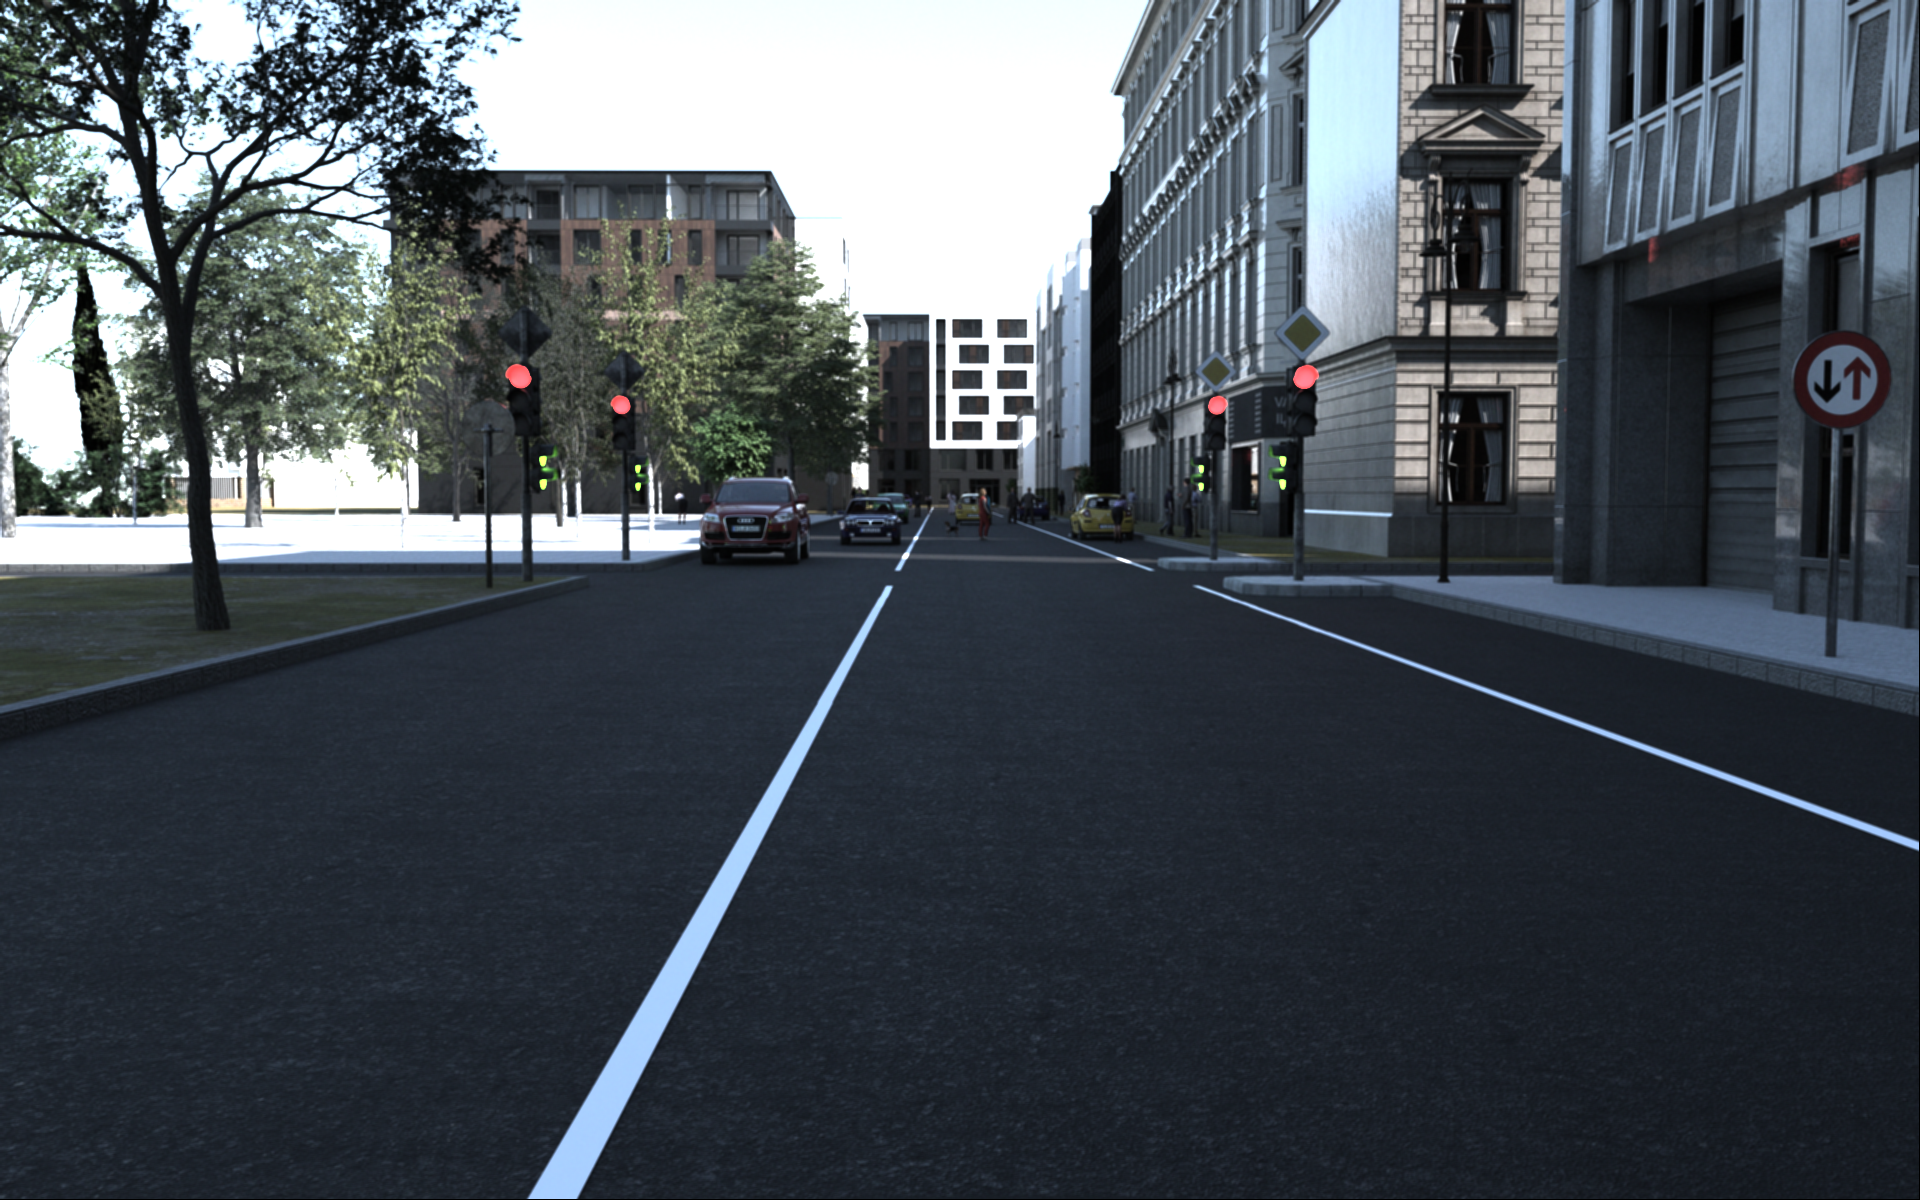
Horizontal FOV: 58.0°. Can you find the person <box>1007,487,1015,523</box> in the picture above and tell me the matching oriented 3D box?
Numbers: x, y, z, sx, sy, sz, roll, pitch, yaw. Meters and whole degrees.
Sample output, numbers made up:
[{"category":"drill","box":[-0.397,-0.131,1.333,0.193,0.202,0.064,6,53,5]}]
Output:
[{"category":"person","box":[2.644,-4.654,85.147,0.990,1.755,0.434,-3,5,-44]}]

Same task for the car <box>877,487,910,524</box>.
[{"category":"car","box":[-3.414,-4.645,84.735,1.959,1.807,4.718,0,4,-2]}]

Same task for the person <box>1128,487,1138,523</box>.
[{"category":"person","box":[7.544,-4.144,75.858,0.319,1.574,0.516,-3,5,-44]}]

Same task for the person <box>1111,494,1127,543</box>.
[{"category":"person","box":[4.696,-2.401,50.993,0.421,1.427,0.697,2,4,27]}]

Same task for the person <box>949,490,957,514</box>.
[{"category":"person","box":[-0.519,-6.942,122.664,0.621,1.740,0.551,2,4,32]}]

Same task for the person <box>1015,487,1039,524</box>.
[{"category":"person","box":[3.308,-4.532,83.154,0.990,1.755,0.434,1,4,17]}]

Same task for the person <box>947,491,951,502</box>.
[{"category":"person","box":[-0.690,-7.677,134.965,0.436,1.711,0.756,-3,4,-36]}]

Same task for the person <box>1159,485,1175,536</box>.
[{"category":"person","box":[6.363,-2.739,53.039,0.471,1.553,0.569,2,4,26]}]

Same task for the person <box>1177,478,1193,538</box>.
[{"category":"person","box":[6.524,-2.707,50.829,0.750,1.759,0.617,3,5,41]}]

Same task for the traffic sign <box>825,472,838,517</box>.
[{"category":"traffic sign","box":[-7.300,-6.015,98.451,0.768,2.556,0.104,0,4,7]}]

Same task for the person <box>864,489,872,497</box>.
[{"category":"person","box":[-8.508,-9.292,158.694,1.217,1.735,0.721,0,4,-7]}]

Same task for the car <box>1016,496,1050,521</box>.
[{"category":"car","box":[3.973,-5.045,95.068,1.945,1.354,3.894,0,4,-1]}]

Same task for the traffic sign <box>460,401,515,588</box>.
[{"category":"traffic sign","box":[-6.449,-1.441,23.659,0.768,2.556,0.104,0,4,4]}]

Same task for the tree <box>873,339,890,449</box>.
[{"category":"tree","box":[-7.968,-11.442,105.210,7.486,12.596,7.792,0,3,0]}]

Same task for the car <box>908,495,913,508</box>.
[{"category":"car","box":[-5.942,-10.328,181.439,1.945,1.354,3.894,0,4,-3]}]

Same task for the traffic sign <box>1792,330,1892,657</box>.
[{"category":"traffic sign","box":[6.867,-0.824,13.581,0.768,2.556,0.104,0,4,1]}]

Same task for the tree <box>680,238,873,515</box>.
[{"category":"tree","box":[-8.003,-9.749,77.520,7.486,12.596,7.792,0,3,0]}]

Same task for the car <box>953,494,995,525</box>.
[{"category":"car","box":[0.668,-4.417,82.436,2.015,1.641,3.980,0,4,1]}]

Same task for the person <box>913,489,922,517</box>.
[{"category":"person","box":[-2.609,-5.971,106.923,0.445,1.727,0.742,1,4,17]}]

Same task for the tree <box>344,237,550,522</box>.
[{"category":"tree","box":[-23.099,-10.342,79.463,12.009,13.543,11.850,0,3,0]}]

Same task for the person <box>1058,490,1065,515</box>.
[{"category":"person","box":[6.191,-5.937,105.661,0.480,1.512,0.613,-1,4,-18]}]

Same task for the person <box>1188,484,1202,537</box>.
[{"category":"person","box":[7.004,-2.678,51.888,0.319,1.574,0.516,-2,4,-34]}]

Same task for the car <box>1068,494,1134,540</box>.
[{"category":"car","box":[4.501,-2.753,55.236,2.015,1.641,3.980,0,4,-2]}]

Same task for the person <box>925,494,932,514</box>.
[{"category":"person","box":[-2.250,-6.786,122.646,0.628,1.438,0.799,-1,4,-17]}]

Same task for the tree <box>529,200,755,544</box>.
[{"category":"tree","box":[-7.691,-5.733,44.099,4.737,8.622,4.395,0,3,0]}]

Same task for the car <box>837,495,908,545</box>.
[{"category":"car","box":[-2.584,-2.301,50.195,1.945,1.354,3.894,0,4,-3]}]

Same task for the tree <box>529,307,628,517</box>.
[{"category":"tree","box":[-22.184,-10.782,98.334,6.751,12.117,7.091,0,3,0]}]

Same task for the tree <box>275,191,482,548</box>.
[{"category":"tree","box":[-13.348,-5.519,40.600,4.737,8.622,4.395,0,3,0]}]

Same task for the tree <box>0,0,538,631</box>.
[{"category":"tree","box":[-7.410,-5.002,16.188,7.601,10.594,8.767,1,4,12]}]

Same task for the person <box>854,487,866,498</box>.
[{"category":"person","box":[-4.062,-3.720,70.249,0.541,1.710,0.530,1,4,12]}]

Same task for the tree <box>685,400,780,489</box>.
[{"category":"tree","box":[-7.915,-4.682,60.271,4.285,4.588,4.351,0,3,0]}]

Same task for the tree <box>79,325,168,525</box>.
[{"category":"tree","box":[-34.803,-7.487,72.781,4.737,8.622,4.395,0,3,0]}]

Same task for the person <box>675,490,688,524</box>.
[{"category":"person","box":[-11.883,-3.950,73.806,0.799,1.438,0.628,2,4,31]}]

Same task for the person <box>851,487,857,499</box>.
[{"category":"person","box":[-7.960,-7.635,130.891,0.705,1.822,1.348,-2,4,-35]}]

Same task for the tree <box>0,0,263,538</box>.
[{"category":"tree","box":[-26.088,-11.852,49.663,12.611,20.169,13.585,0,3,0]}]

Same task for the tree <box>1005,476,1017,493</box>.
[{"category":"tree","box":[5.653,-11.698,185.857,1.663,3.219,1.824,0,3,0]}]

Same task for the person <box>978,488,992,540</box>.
[{"category":"person","box":[0.777,-2.691,54.196,0.444,1.614,0.593,0,4,0]}]

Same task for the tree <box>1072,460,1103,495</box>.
[{"category":"tree","box":[6.975,-6.251,96.804,1.663,3.219,1.824,0,3,0]}]

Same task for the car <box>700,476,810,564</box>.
[{"category":"car","box":[-4.347,-1.744,37.195,2.281,1.827,5.304,0,4,-1]}]
